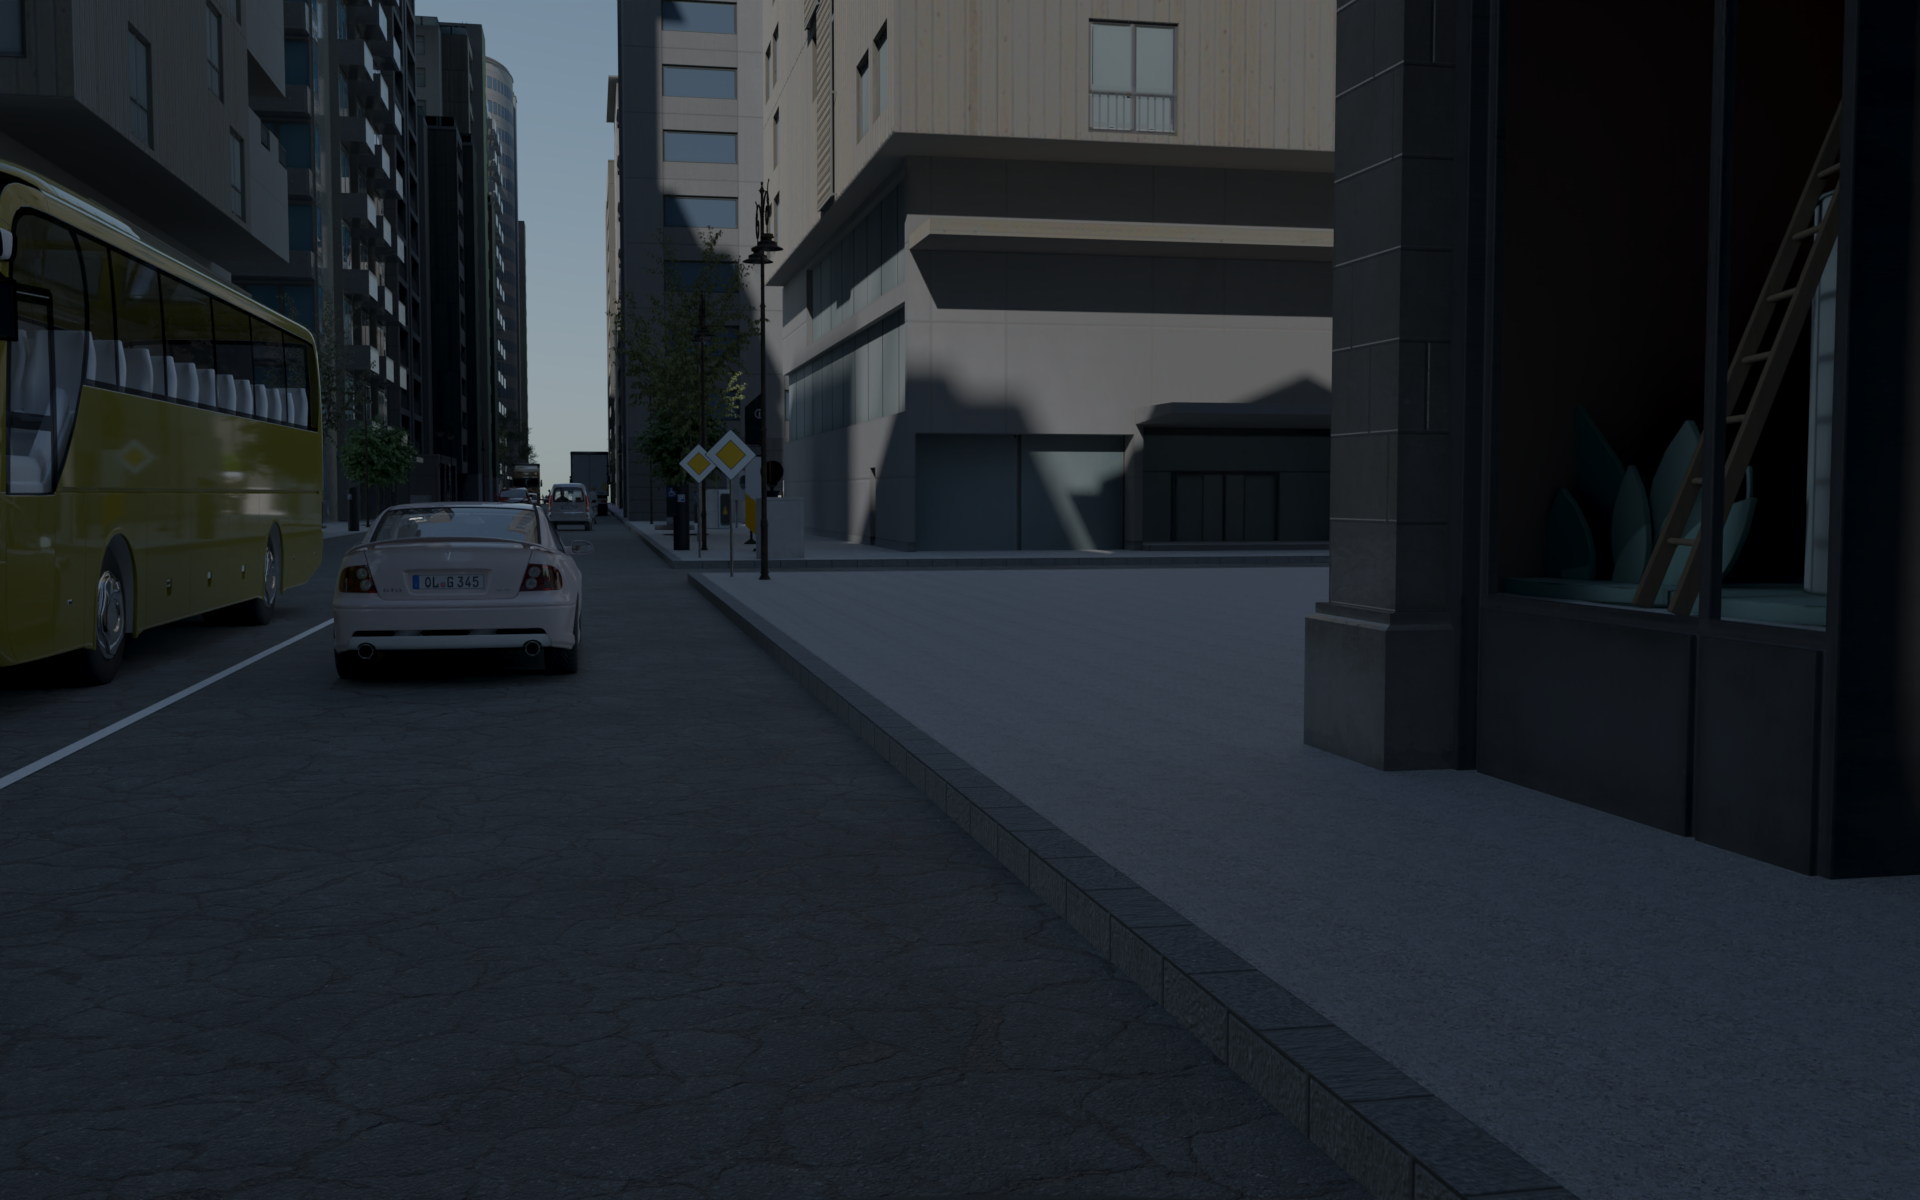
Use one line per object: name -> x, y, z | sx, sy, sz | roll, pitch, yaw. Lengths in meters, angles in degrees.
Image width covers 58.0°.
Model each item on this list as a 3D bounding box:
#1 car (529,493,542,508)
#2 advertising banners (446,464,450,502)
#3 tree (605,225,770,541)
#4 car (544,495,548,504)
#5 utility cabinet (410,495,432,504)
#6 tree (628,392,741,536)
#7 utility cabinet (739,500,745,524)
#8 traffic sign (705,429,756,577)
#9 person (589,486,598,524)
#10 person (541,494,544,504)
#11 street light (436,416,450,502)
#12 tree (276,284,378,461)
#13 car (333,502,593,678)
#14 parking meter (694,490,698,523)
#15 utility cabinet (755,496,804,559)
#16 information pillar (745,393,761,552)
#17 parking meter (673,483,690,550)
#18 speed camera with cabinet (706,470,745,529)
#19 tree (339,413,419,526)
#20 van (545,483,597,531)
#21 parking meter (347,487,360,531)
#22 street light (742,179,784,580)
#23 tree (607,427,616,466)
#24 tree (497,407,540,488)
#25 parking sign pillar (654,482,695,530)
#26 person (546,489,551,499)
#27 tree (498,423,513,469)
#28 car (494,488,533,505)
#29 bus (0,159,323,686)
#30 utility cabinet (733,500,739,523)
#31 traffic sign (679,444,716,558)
car -> -30.433, -6.893, 121.740 | 2.155, 1.783, 4.494 | -1, 4, -11
advertising banners -> -28.767, -6.189, 97.375 | 0.090, 3.025, 2.074 | -1, 4, -10
tree -> -7.295, -5.894, 46.722 | 4.737, 8.622, 4.395 | 0, 3, 0
car -> -61.053, -14.997, 257.782 | 1.945, 1.354, 3.894 | -1, 4, -10
utility cabinet -> -26.890, -4.602, 86.411 | 1.020, 1.237, 0.306 | 0, 4, 6
tree -> -8.661, -4.307, 54.134 | 4.285, 4.588, 4.351 | 0, 3, 0
utility cabinet -> -9.122, -3.867, 74.383 | 0.306, 1.237, 1.020 | 0, 4, 4
traffic sign -> -3.546, -1.418, 26.827 | 0.795, 2.450, 0.064 | -1, 4, -12
person -> -17.695, -4.598, 83.552 | 0.514, 1.842, 0.818 | 1, 4, 13
person -> -57.837, -13.983, 240.337 | 0.599, 1.433, 0.991 | 3, 5, 43
street light -> -30.228, -7.835, 100.891 | 0.468, 5.910, 1.993 | -1, 4, -12
tree -> -22.788, -6.789, 61.364 | 4.360, 8.622, 3.978 | 0, 3, 0
car -> -4.236, -0.161, 15.000 | 2.083, 1.381, 4.827 | -1, 4, -12
parking meter -> -11.589, -4.175, 76.677 | 0.372, 1.533, 0.369 | 0, 3, 0
utility cabinet -> -3.573, -1.420, 34.371 | 1.020, 1.237, 0.306 | -3, 5, -45
information pillar -> -4.538, -2.890, 38.612 | 0.504, 3.616, 0.183 | -1, 4, -10
parking meter -> -6.361, -1.904, 39.540 | 0.372, 1.533, 0.369 | 0, 3, 0
speed camera with cabinet -> -8.615, -4.273, 64.196 | 0.660, 3.252, 2.038 | 2, 4, 27
tree -> -23.737, -5.316, 70.629 | 4.285, 4.588, 4.351 | 0, 3, 0
van -> -15.446, -3.770, 68.652 | 2.013, 2.044, 4.112 | -1, 4, -11
parking meter -> -20.885, -3.132, 59.623 | 0.372, 1.533, 0.369 | 0, 3, 0
street light -> -2.930, -3.242, 25.792 | 0.468, 5.910, 1.993 | -1, 4, -12
tree -> -37.056, -14.718, 190.993 | 4.360, 8.622, 3.978 | 0, 3, 0
tree -> -47.580, -15.143, 181.992 | 8.767, 10.594, 7.601 | 3, 5, 42
parking sign pillar -> -10.256, -4.508, 62.175 | 1.447, 3.967, 1.447 | 0, 4, -1
person -> -35.799, -8.705, 150.690 | 0.599, 1.838, 0.709 | -2, 4, -24
tree -> -46.242, -13.471, 170.615 | 4.737, 8.622, 4.395 | 0, 3, 0
car -> -26.833, -5.843, 104.208 | 2.281, 1.827, 5.304 | -1, 4, -12
bus -> -8.195, -1.491, 15.930 | 2.896, 3.916, 12.252 | -1, 4, -11
utility cabinet -> -9.843, -4.023, 76.944 | 1.020, 1.237, 0.306 | 0, 4, -4
traffic sign -> -5.217, -1.896, 34.636 | 0.795, 2.450, 0.064 | -1, 4, -12
